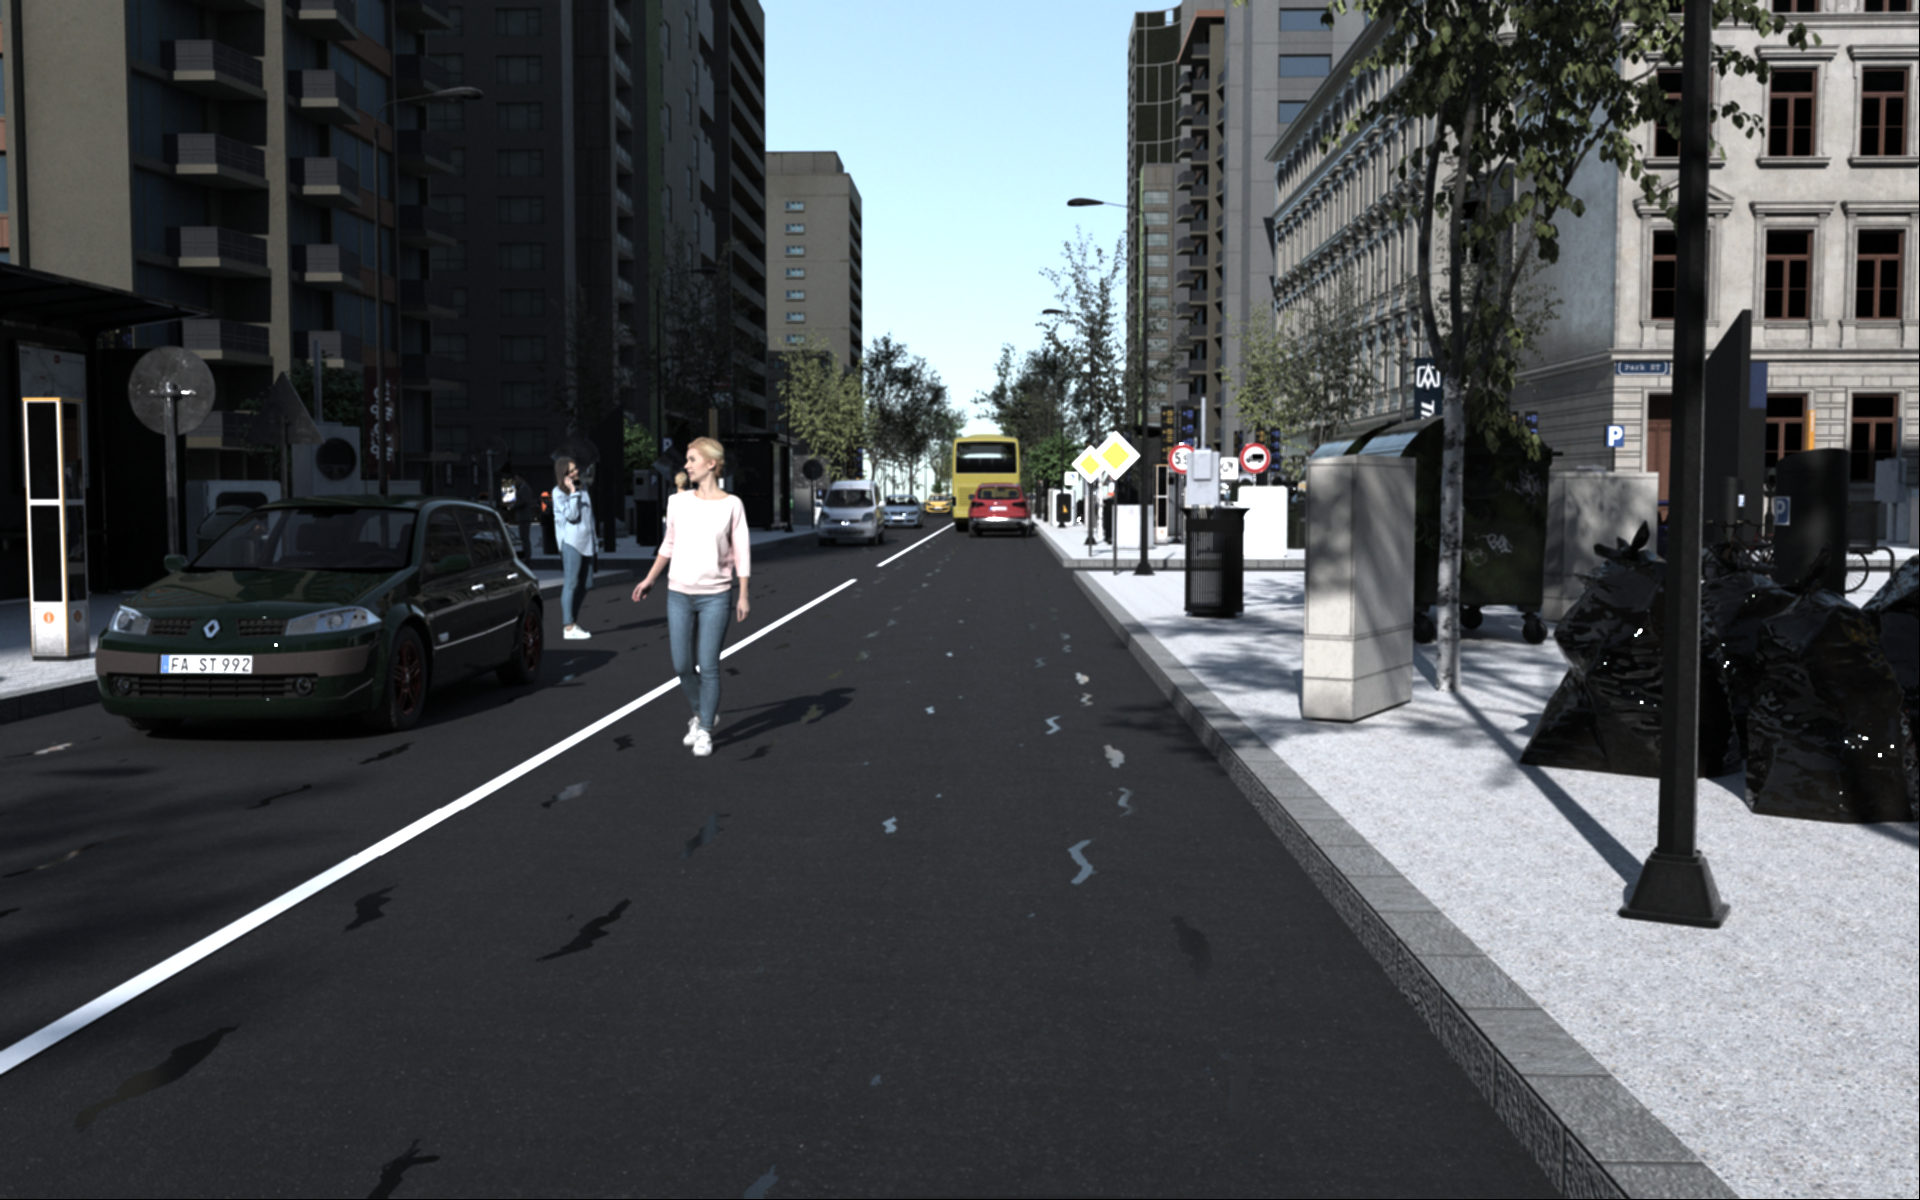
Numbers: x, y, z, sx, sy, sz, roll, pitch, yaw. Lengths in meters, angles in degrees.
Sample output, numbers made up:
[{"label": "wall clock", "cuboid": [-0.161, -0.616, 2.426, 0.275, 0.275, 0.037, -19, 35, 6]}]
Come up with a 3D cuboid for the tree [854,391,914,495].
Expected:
[{"label": "tree", "cuboid": [-5.314, -10.101, 115.521, 4.360, 8.622, 3.978, 0, 3, 0]}]

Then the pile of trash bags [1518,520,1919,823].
[{"label": "pile of trash bags", "cuboid": [4.004, 0.152, 7.274, 1.912, 1.369, 3.447, -1, 4, -20]}]

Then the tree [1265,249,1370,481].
[{"label": "tree", "cuboid": [11.246, -6.281, 53.054, 4.360, 8.622, 3.978, 0, 3, 0]}]

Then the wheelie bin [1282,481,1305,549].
[{"label": "wheelie bin", "cuboid": [7.868, -2.003, 40.660, 0.980, 1.594, 0.693, 3, 5, 41]}]

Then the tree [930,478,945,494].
[{"label": "tree", "cuboid": [-2.288, -11.831, 188.037, 1.663, 3.219, 1.824, 0, 3, 0]}]

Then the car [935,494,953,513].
[{"label": "car", "cuboid": [-0.962, -7.540, 135.079, 2.131, 1.459, 4.920, 0, 4, 2]}]

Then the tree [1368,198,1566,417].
[{"label": "tree", "cuboid": [12.786, -5.631, 42.429, 4.360, 8.622, 3.978, 0, 3, 0]}]

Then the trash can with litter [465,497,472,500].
[{"label": "trash can with litter", "cuboid": [-20.053, -3.687, 71.663, 0.624, 1.170, 1.055, 3, 4, 37]}]

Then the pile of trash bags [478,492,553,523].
[{"label": "pile of trash bags", "cuboid": [-22.385, -4.690, 86.432, 3.447, 1.369, 1.912, 0, 4, 8]}]

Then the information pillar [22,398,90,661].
[{"label": "information pillar", "cuboid": [-6.968, -0.543, 13.368, 0.304, 2.012, 0.304, 0, 4, 4]}]

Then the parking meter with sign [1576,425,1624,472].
[{"label": "parking meter with sign", "cuboid": [16.335, -2.969, 44.808, 0.543, 3.016, 1.738, -1, 4, -19]}]

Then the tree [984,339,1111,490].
[{"label": "tree", "cuboid": [5.852, -10.381, 104.147, 7.601, 10.594, 8.767, 3, 5, 40]}]

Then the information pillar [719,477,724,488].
[{"label": "information pillar", "cuboid": [-12.683, -6.161, 92.079, 0.183, 3.616, 0.504, -3, 4, -36]}]

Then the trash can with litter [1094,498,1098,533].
[{"label": "trash can with litter", "cuboid": [4.883, -2.725, 55.933, 1.055, 1.170, 0.624, -1, 4, -9]}]

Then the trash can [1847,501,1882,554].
[{"label": "trash can", "cuboid": [19.265, -1.550, 37.001, 0.748, 1.137, 0.748, 0, 3, 0]}]

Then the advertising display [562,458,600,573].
[{"label": "advertising display", "cuboid": [-6.256, -1.418, 28.406, 0.974, 1.923, 0.123, 3, 5, 41]}]

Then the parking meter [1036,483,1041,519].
[{"label": "parking meter", "cuboid": [4.111, -5.167, 90.191, 0.255, 1.863, 0.399, 0, 4, 3]}]

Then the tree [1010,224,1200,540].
[{"label": "tree", "cuboid": [4.106, -5.955, 47.722, 4.360, 8.622, 3.978, 0, 3, 0]}]

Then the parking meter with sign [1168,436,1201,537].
[{"label": "parking meter with sign", "cuboid": [6.334, -3.426, 52.279, 1.738, 3.016, 0.543, 0, 4, -6]}]

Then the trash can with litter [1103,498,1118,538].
[{"label": "trash can with litter", "cuboid": [4.742, -2.403, 50.671, 1.055, 1.170, 0.624, 2, 4, 24]}]

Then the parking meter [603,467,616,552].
[{"label": "parking meter", "cuboid": [-7.741, -1.989, 38.236, 0.255, 1.863, 0.399, -1, 4, -10]}]

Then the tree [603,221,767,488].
[{"label": "tree", "cuboid": [-7.020, -5.886, 46.593, 4.360, 8.622, 3.978, 0, 3, 0]}]

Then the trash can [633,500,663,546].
[{"label": "trash can", "cuboid": [-7.665, -1.895, 42.635, 0.748, 1.137, 0.748, 0, 3, 0]}]

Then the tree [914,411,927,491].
[{"label": "tree", "cuboid": [-4.158, -10.801, 126.962, 4.360, 8.622, 3.978, 0, 3, 0]}]

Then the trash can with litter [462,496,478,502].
[{"label": "trash can with litter", "cuboid": [-13.907, -2.415, 50.536, 2.233, 1.210, 1.678, -1, 4, -21]}]

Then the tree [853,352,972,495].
[{"label": "tree", "cuboid": [-4.149, -14.594, 148.977, 12.009, 13.543, 11.850, 0, 3, 0]}]

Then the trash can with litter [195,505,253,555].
[{"label": "trash can with litter", "cuboid": [-7.053, -0.318, 16.579, 0.624, 1.170, 1.055, 0, 4, 0]}]

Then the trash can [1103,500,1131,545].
[{"label": "trash can", "cuboid": [3.986, -1.979, 44.016, 0.748, 1.137, 0.748, 0, 3, 0]}]

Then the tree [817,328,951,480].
[{"label": "tree", "cuboid": [-4.832, -9.982, 97.621, 7.601, 10.594, 8.767, 2, 4, 34]}]

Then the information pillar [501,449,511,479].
[{"label": "information pillar", "cuboid": [-23.373, -5.988, 89.263, 0.504, 3.616, 0.183, -1, 4, -21]}]

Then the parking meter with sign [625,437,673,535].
[{"label": "parking meter with sign", "cuboid": [-9.772, -3.525, 53.889, 1.738, 3.016, 0.543, 2, 4, 30]}]

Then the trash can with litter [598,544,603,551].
[{"label": "trash can with litter", "cuboid": [-8.624, -1.688, 38.989, 0.624, 1.170, 1.055, 3, 5, 41]}]

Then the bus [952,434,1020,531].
[{"label": "bus", "cuboid": [1.063, -4.800, 70.033, 2.896, 3.916, 12.252, 0, 4, 1]}]

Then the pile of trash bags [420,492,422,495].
[{"label": "pile of trash bags", "cuboid": [-16.812, -2.735, 54.462, 1.912, 1.369, 3.447, -2, 4, -30]}]

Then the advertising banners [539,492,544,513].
[{"label": "advertising banners", "cuboid": [-21.830, -5.942, 93.335, 2.074, 3.025, 0.090, 2, 4, 27]}]

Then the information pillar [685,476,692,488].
[{"label": "information pillar", "cuboid": [-11.303, -4.063, 70.929, 0.304, 2.012, 0.304, -2, 4, -28]}]

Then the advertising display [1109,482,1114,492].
[{"label": "advertising display", "cuboid": [8.256, -5.227, 90.677, 0.974, 1.923, 0.123, 1, 4, 22]}]

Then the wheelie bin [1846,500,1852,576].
[{"label": "wheelie bin", "cuboid": [12.774, -1.090, 25.722, 0.693, 1.594, 0.980, 0, 4, 6]}]

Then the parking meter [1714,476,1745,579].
[{"label": "parking meter", "cuboid": [11.095, -1.013, 24.978, 0.372, 1.533, 0.369, 0, 3, 0]}]

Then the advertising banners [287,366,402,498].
[{"label": "advertising banners", "cuboid": [-8.566, -1.667, 23.439, 2.074, 3.025, 0.090, -2, 4, -34]}]

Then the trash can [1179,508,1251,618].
[{"label": "trash can", "cuboid": [2.653, -0.393, 18.071, 0.748, 1.137, 0.748, 0, 3, 0]}]

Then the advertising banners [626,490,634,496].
[{"label": "advertising banners", "cuboid": [-13.021, -4.444, 68.840, 2.074, 3.025, 0.090, -1, 4, -20]}]

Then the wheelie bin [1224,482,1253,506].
[{"label": "wheelie bin", "cuboid": [7.580, -2.365, 46.578, 0.980, 1.594, 0.693, 1, 4, 16]}]

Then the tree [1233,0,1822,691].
[{"label": "tree", "cuboid": [3.431, -3.711, 11.041, 4.737, 8.622, 4.395, 0, 3, 0]}]

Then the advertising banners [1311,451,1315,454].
[{"label": "advertising banners", "cuboid": [13.532, -4.490, 69.601, 2.074, 3.025, 0.090, -1, 4, -12]}]

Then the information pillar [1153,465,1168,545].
[{"label": "information pillar", "cuboid": [5.044, -2.388, 43.531, 0.304, 2.012, 0.304, -1, 4, -9]}]

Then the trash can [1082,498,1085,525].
[{"label": "trash can", "cuboid": [5.197, -3.491, 68.731, 0.748, 1.137, 0.748, 0, 3, 0]}]

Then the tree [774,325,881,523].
[{"label": "tree", "cuboid": [-6.261, -7.657, 75.550, 4.737, 8.622, 4.395, 0, 3, 0]}]

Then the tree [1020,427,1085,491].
[{"label": "tree", "cuboid": [4.872, -6.159, 84.417, 4.285, 4.588, 4.351, 0, 3, 0]}]

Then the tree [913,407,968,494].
[{"label": "tree", "cuboid": [-2.557, -16.943, 202.766, 9.928, 11.665, 9.643, 0, 3, 0]}]

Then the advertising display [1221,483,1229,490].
[{"label": "advertising display", "cuboid": [14.767, -5.698, 98.375, 0.974, 1.923, 0.123, 1, 4, 11]}]

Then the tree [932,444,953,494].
[{"label": "tree", "cuboid": [-2.113, -18.381, 250.897, 4.737, 8.622, 4.395, 0, 3, 0]}]

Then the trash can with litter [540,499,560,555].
[{"label": "trash can with litter", "cuboid": [-8.380, -1.554, 36.790, 1.055, 1.170, 0.624, 0, 4, -1]}]

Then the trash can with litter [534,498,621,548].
[{"label": "trash can with litter", "cuboid": [-9.457, -1.916, 42.391, 2.233, 1.210, 1.678, 0, 4, -7]}]

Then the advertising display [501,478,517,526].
[{"label": "advertising display", "cuboid": [-18.107, -3.964, 70.019, 0.974, 1.923, 0.123, 1, 4, 22]}]

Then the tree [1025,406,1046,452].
[{"label": "tree", "cuboid": [6.808, -11.382, 136.463, 4.737, 8.622, 4.395, 0, 3, 0]}]

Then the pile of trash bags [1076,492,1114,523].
[{"label": "pile of trash bags", "cuboid": [6.285, -4.188, 78.225, 1.912, 1.369, 3.447, 2, 4, 29]}]

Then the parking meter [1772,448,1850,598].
[{"label": "parking meter", "cuboid": [4.787, -0.083, 9.770, 0.372, 1.533, 0.369, 0, 3, 0]}]
